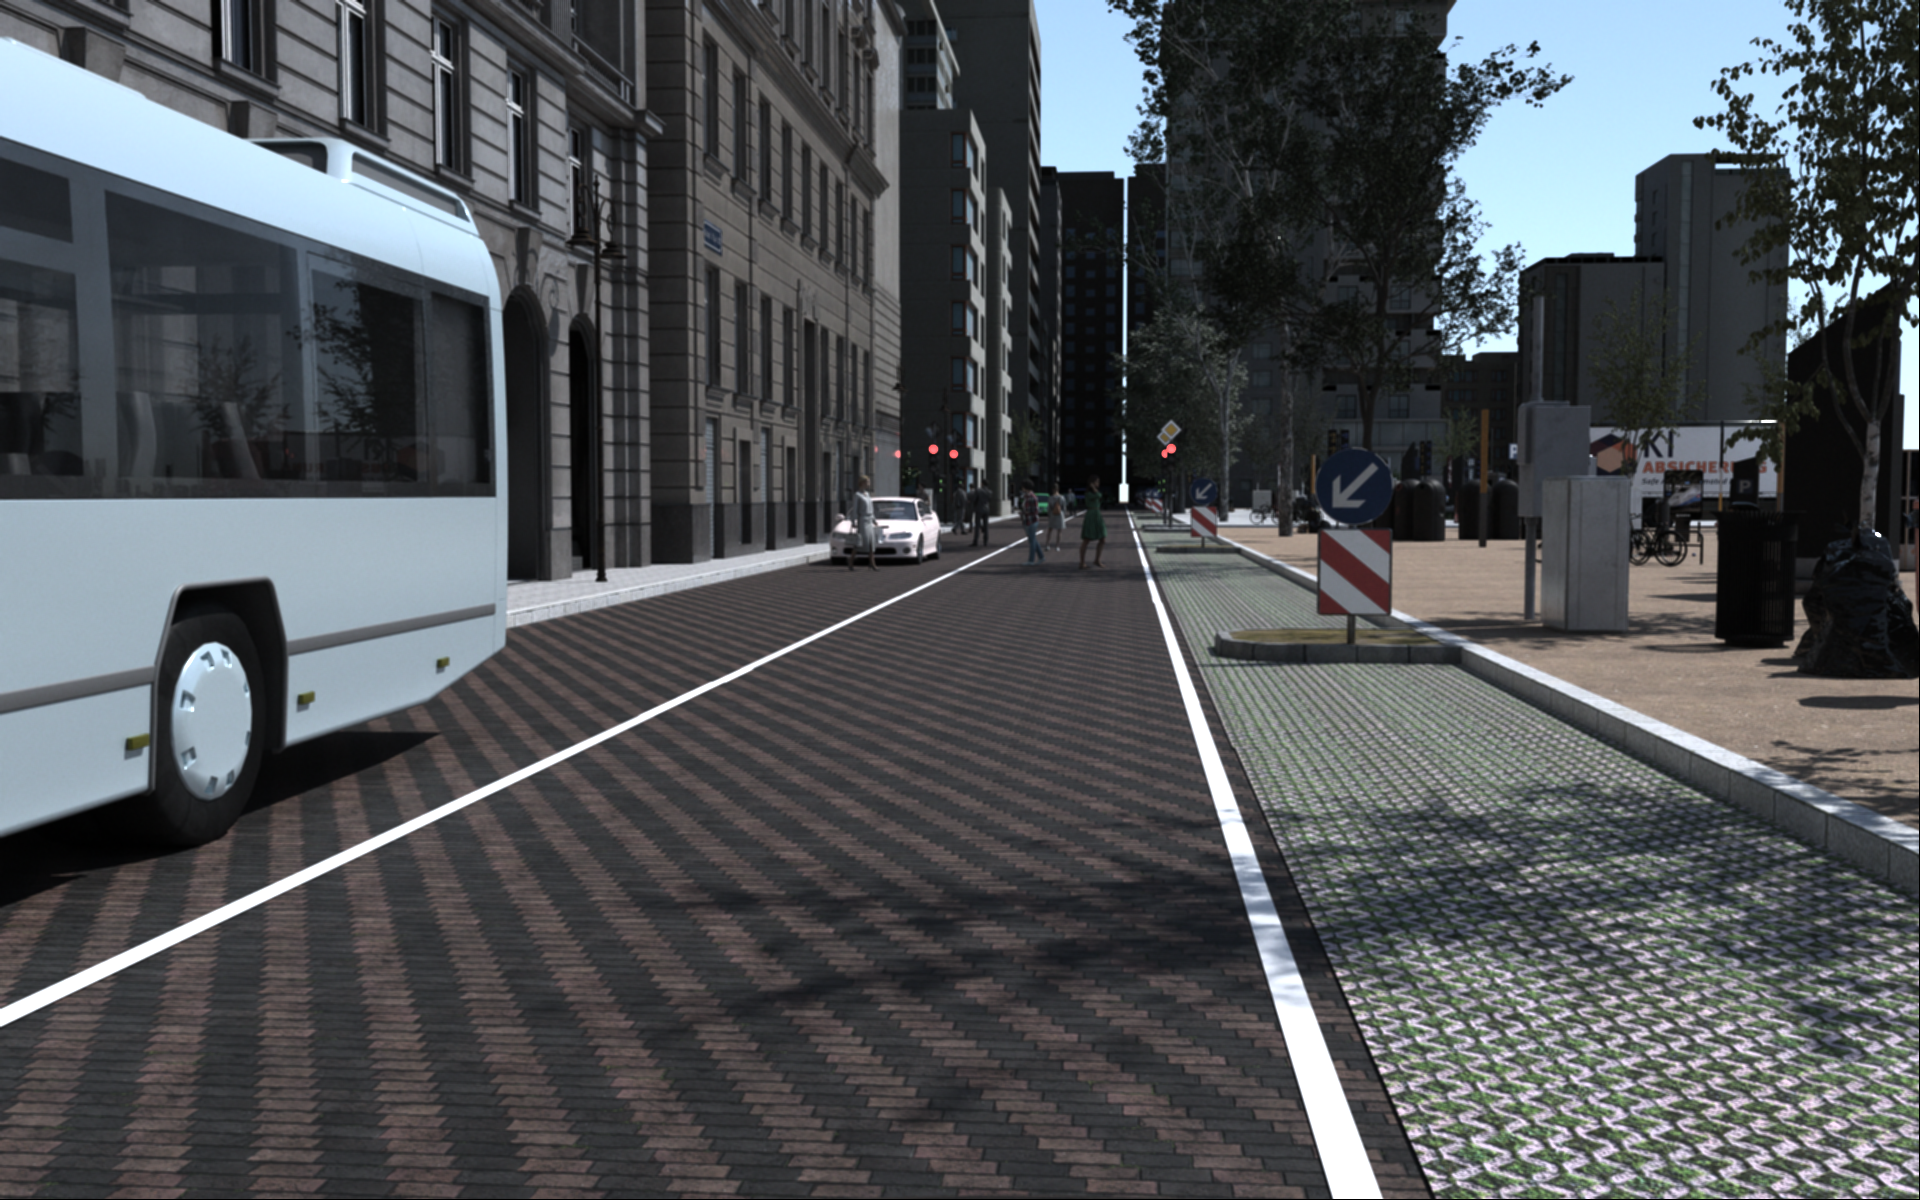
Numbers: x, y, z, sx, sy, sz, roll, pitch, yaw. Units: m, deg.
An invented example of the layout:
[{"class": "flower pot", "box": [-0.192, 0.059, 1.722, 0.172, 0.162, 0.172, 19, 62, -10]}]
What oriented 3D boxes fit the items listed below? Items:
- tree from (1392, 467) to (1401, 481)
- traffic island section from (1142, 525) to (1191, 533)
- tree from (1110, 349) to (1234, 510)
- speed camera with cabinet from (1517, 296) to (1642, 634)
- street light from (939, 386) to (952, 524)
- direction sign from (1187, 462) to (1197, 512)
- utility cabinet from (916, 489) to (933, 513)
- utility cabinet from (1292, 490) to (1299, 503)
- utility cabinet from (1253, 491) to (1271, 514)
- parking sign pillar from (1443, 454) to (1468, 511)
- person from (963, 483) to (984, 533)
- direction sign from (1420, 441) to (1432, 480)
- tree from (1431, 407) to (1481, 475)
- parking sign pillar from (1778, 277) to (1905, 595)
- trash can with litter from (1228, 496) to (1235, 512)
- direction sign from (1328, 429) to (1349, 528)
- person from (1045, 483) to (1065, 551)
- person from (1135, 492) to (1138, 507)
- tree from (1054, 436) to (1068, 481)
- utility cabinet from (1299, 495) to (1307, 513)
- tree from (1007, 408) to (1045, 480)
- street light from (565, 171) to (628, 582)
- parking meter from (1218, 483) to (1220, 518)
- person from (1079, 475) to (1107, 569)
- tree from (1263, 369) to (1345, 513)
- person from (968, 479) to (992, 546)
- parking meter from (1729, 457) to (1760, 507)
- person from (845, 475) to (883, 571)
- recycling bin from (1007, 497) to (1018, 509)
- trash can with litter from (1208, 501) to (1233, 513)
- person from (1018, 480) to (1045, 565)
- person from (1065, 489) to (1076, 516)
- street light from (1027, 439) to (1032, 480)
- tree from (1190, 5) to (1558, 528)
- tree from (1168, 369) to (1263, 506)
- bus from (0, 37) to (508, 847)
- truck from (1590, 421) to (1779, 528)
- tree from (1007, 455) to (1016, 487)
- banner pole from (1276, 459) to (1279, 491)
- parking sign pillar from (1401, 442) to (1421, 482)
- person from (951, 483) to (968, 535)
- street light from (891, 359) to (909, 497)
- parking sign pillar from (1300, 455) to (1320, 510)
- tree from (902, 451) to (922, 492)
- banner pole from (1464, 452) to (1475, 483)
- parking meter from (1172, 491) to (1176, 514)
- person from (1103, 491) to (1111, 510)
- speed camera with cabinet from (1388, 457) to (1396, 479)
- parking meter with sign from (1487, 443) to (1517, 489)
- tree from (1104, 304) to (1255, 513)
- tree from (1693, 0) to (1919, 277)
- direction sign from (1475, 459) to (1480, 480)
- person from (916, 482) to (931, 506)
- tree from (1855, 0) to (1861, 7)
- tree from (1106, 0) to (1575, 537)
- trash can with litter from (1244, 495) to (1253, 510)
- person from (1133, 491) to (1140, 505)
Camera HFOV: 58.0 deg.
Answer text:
[{"class": "tree", "box": [31.628, -8.003, 125.457, 1.663, 3.219, 1.824, 0, 3, 0]}, {"class": "traffic island section", "box": [7.951, -2.629, 65.257, 2.009, 0.180, 2.903, 0, 4, 5]}, {"class": "tree", "box": [17.534, -14.204, 142.599, 12.009, 13.543, 11.850, 0, 3, 0]}, {"class": "speed camera with cabinet", "box": [5.922, -1.371, 16.754, 0.660, 3.252, 2.038, 0, 4, 5]}, {"class": "street light", "box": [-0.620, -6.208, 74.296, 0.468, 5.910, 1.993, 0, 4, 5]}, {"class": "direction sign", "box": [16.557, -8.057, 123.734, 0.876, 3.537, 0.379, -2, 4, -35]}, {"class": "utility cabinet", "box": [-1.487, -4.006, 74.170, 0.318, 1.500, 1.173, 2, 4, 26]}, {"class": "utility cabinet", "box": [18.723, -5.497, 98.562, 0.318, 1.500, 1.173, -3, 5, -45]}, {"class": "utility cabinet", "box": [19.549, -6.328, 112.134, 1.173, 1.500, 0.318, 1, 4, 11]}, {"class": "parking sign pillar", "box": [33.005, -7.791, 115.854, 1.447, 3.967, 1.447, 2, 4, 29]}, {"class": "person", "box": [0.506, -3.404, 64.112, 0.622, 1.834, 0.822, -2, 4, -31]}, {"class": "direction sign", "box": [19.813, -5.001, 73.765, 0.379, 3.537, 0.876, -1, 4, -16]}, {"class": "tree", "box": [40.670, -11.729, 142.138, 4.737, 8.622, 4.395, 0, 3, 0]}, {"class": "parking sign pillar", "box": [11.312, -2.062, 22.180, 1.447, 3.967, 1.447, -3, 5, -43]}, {"class": "trash can with litter", "box": [19.467, -6.910, 124.369, 0.624, 1.170, 1.055, -1, 4, -14]}, {"class": "direction sign", "box": [13.288, -4.213, 60.882, 0.876, 3.537, 0.379, -2, 4, -25]}, {"class": "person", "box": [2.421, -2.097, 43.788, 0.512, 1.701, 0.522, 0, 4, -7]}, {"class": "person", "box": [19.019, -10.892, 187.521, 0.436, 1.711, 0.756, 1, 4, 13]}, {"class": "tree", "box": [10.870, -15.800, 208.696, 4.360, 8.622, 3.978, 0, 3, 0]}, {"class": "utility cabinet", "box": [22.026, -6.190, 112.364, 1.020, 1.237, 0.306, -2, 4, -29]}, {"class": "tree", "box": [5.343, -11.991, 146.409, 4.737, 8.622, 4.395, 0, 3, 0]}, {"class": "street light", "box": [-5.258, -3.207, 25.222, 0.468, 5.910, 1.993, 0, 4, 5]}, {"class": "parking meter", "box": [14.317, -5.443, 94.699, 0.399, 1.863, 0.255, -1, 4, -9]}, {"class": "person", "box": [2.553, -1.503, 33.315, 0.529, 1.795, 0.600, 1, 4, 21]}, {"class": "tree", "box": [20.551, -9.311, 102.596, 4.360, 8.622, 3.978, 0, 3, 0]}, {"class": "person", "box": [0.548, -2.401, 47.566, 0.655, 1.846, 0.447, -2, 4, -26]}, {"class": "parking meter", "box": [12.102, -1.287, 26.747, 0.399, 1.863, 0.255, 2, 4, 28]}, {"class": "person", "box": [-1.811, -1.442, 32.429, 0.624, 1.780, 0.694, 3, 5, 44]}, {"class": "recycling bin", "box": [4.255, -7.840, 140.735, 0.722, 1.027, 0.722, -3, 4, -38]}, {"class": "trash can with litter", "box": [17.427, -6.530, 117.829, 2.233, 1.210, 1.678, 1, 4, 8]}, {"class": "person", "box": [1.452, -1.558, 34.814, 0.643, 1.720, 0.563, -1, 4, -11]}, {"class": "person", "box": [7.064, -6.258, 111.310, 0.782, 1.767, 0.515, 2, 4, 35]}, {"class": "street light", "box": [5.740, -10.357, 142.130, 0.468, 5.910, 1.993, 0, 4, 5]}, {"class": "tree", "box": [7.842, -6.101, 34.165, 7.601, 10.594, 8.767, -2, 4, -29]}, {"class": "tree", "box": [14.764, -9.293, 102.302, 4.360, 8.622, 3.978, 0, 3, 0]}, {"class": "bus", "box": [-4.493, -0.556, 3.952, 2.948, 3.499, 13.247, 0, 4, 4]}, {"class": "truck", "box": [29.288, -4.817, 67.673, 11.283, 4.237, 2.839, 0, 4, 7]}, {"class": "tree", "box": [2.037, -8.040, 115.163, 4.285, 4.588, 4.351, 0, 3, 0]}, {"class": "banner pole", "box": [22.981, -8.266, 125.159, 0.401, 3.779, 0.863, 2, 4, 28]}, {"class": "parking sign pillar", "box": [23.496, -6.232, 90.358, 1.447, 3.967, 1.447, -1, 4, -10]}, {"class": "person", "box": [0.015, -3.216, 61.176, 0.850, 1.850, 0.679, -3, 5, -40]}, {"class": "street light", "box": [-2.024, -5.299, 59.434, 0.468, 5.910, 1.993, 0, 4, 5]}, {"class": "parking sign pillar", "box": [23.869, -7.935, 118.216, 1.447, 3.967, 1.447, 0, 3, 0]}, {"class": "tree", "box": [-2.564, -4.453, 67.413, 1.663, 3.219, 1.824, 0, 3, 0]}, {"class": "banner pole", "box": [30.315, -6.928, 103.288, 0.863, 3.779, 0.401, -1, 4, -9]}, {"class": "parking meter", "box": [13.838, -6.357, 112.353, 0.372, 1.533, 0.369, 0, 3, 0]}, {"class": "person", "box": [13.221, -8.994, 156.377, 0.721, 1.723, 1.217, 3, 5, 40]}, {"class": "speed camera with cabinet", "box": [23.722, -6.030, 92.919, 2.038, 3.252, 0.660, 1, 4, 23]}, {"class": "parking meter with sign", "box": [18.671, -3.925, 60.440, 0.543, 3.016, 1.738, -2, 4, -28]}, {"class": "tree", "box": [14.558, -12.724, 114.691, 9.857, 13.997, 8.962, 0, 3, 0]}, {"class": "tree", "box": [9.488, -4.124, 17.794, 4.737, 8.622, 4.395, 0, 3, 0]}, {"class": "direction sign", "box": [33.016, -7.282, 111.061, 0.379, 3.537, 0.876, -3, 5, -44]}, {"class": "person", "box": [-1.184, -2.562, 50.730, 0.599, 1.781, 0.374, 2, 4, 29]}, {"class": "tree", "box": [5.669, -3.505, 7.670, 4.360, 8.622, 3.978, 0, 3, 0]}, {"class": "tree", "box": [10.628, -11.912, 50.643, 12.611, 20.169, 13.585, 0, 3, 0]}, {"class": "trash can with litter", "box": [23.099, -7.741, 137.623, 1.678, 1.210, 2.233, 2, 4, 35]}, {"class": "person", "box": [21.612, -12.418, 211.665, 1.348, 1.807, 0.705, -3, 4, -38]}]
